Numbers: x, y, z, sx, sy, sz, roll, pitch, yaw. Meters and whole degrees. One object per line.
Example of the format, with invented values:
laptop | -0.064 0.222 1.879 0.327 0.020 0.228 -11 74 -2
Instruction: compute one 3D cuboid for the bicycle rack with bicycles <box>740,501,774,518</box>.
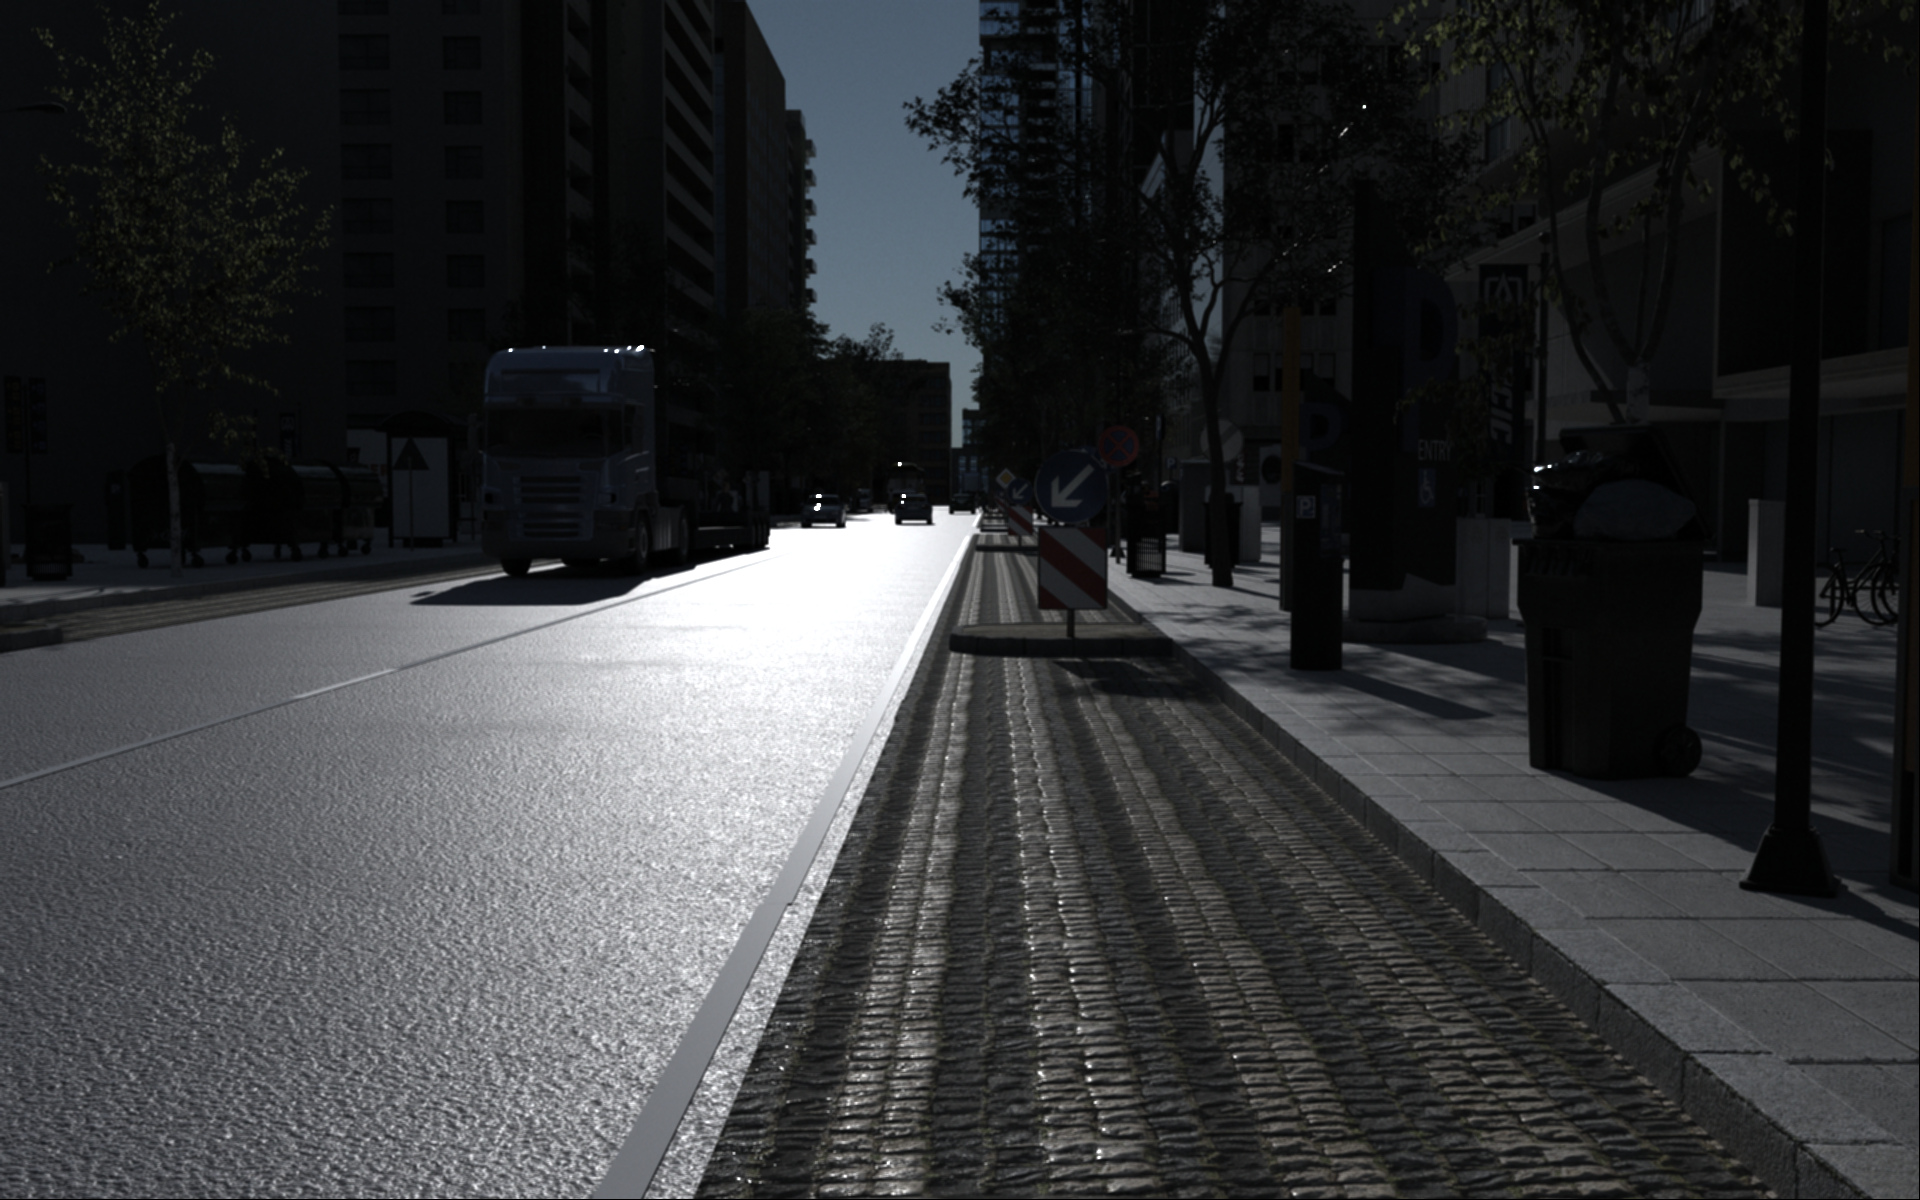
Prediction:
bicycle rack with bicycles | -11.441 -4.959 94.454 2.852 0.926 2.925 -2 4 -34

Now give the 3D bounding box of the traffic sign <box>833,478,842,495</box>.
traffic sign | -9.832 -8.508 139.217 0.768 2.556 0.104 0 4 2

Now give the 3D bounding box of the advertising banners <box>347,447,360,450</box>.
advertising banners | -23.516 -4.204 64.919 2.074 3.025 0.090 0 4 -7

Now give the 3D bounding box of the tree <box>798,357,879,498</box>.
tree | -10.575 -13.816 144.016 7.486 12.596 7.792 0 3 0

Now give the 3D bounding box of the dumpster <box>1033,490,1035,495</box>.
dumpster | 6.086 -8.565 145.798 1.264 1.857 1.865 0 4 1

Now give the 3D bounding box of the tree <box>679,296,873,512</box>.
tree | -10.813 -10.107 91.005 9.928 11.665 9.643 0 3 0

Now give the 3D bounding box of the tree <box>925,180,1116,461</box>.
tree | 4.515 -15.347 106.813 12.611 20.169 13.585 0 3 0

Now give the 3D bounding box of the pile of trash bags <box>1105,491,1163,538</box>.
pile of trash bags | 5.127 -2.505 50.702 1.912 1.369 3.447 -1 4 -16

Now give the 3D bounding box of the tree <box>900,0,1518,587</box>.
tree | 3.610 -5.488 24.135 8.767 10.594 7.601 -1 4 -11

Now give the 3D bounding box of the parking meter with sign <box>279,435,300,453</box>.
parking meter with sign | -19.520 -3.283 49.933 0.543 3.016 1.738 0 4 -7

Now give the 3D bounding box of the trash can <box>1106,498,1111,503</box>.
trash can | 4.808 -2.930 59.567 0.748 1.137 0.748 0 3 0

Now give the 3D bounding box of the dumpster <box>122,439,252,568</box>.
dumpster | -13.676 -1.724 30.679 1.502 2.255 1.985 0 4 1

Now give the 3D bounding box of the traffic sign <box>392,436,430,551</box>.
traffic sign | -12.256 -2.364 38.663 0.884 2.594 0.081 1 4 8

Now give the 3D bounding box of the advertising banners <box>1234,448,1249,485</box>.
advertising banners | 9.927 -4.266 65.944 2.074 3.025 0.090 0 4 4

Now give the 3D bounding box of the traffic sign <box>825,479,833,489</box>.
traffic sign | -11.308 -9.120 149.225 0.768 2.556 0.104 1 4 9

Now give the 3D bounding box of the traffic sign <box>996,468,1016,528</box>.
traffic sign | 1.751 -3.798 65.740 0.795 2.450 0.064 0 4 1

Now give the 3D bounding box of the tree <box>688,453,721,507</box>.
tree | -11.776 -5.320 81.578 1.663 3.219 1.824 0 3 0

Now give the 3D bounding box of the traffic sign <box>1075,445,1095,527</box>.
traffic sign | 3.273 -2.751 45.092 0.768 2.556 0.104 0 4 6

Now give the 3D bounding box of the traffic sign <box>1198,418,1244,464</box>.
traffic sign | 4.390 -1.780 29.213 0.768 2.556 0.104 0 4 3

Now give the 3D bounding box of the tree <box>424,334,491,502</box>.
tree | -22.115 -7.848 78.684 4.737 8.622 4.395 0 3 0

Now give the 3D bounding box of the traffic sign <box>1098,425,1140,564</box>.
traffic sign | 2.922 -1.946 31.928 0.768 2.556 0.104 0 4 5

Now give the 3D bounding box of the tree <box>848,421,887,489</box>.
tree | -9.220 -13.280 167.486 4.360 8.622 3.978 0 3 0

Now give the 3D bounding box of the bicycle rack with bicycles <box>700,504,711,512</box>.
bicycle rack with bicycles | -16.077 -6.461 119.024 2.925 0.926 2.852 2 4 26

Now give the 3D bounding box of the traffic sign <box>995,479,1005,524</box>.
traffic sign | 1.892 -4.286 73.724 0.795 2.450 0.064 0 4 1

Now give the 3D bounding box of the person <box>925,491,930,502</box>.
person | -3.379 -10.553 181.496 0.683 1.767 0.568 0 4 -3

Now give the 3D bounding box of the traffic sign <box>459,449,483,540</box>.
traffic sign | -13.519 -2.929 47.995 0.768 2.556 0.104 1 4 10

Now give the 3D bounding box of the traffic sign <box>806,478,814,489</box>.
traffic sign | -11.820 -8.312 136.006 0.768 2.556 0.104 0 4 1

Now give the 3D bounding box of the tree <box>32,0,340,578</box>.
tree | -11.861 -4.637 26.183 4.360 8.622 3.978 0 3 0

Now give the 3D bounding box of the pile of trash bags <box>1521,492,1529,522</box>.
pile of trash bags | 27.566 -4.273 79.614 3.447 1.369 1.912 1 4 10

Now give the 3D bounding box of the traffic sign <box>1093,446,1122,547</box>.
traffic sign | 3.600 -2.555 41.878 0.768 2.556 0.104 1 4 11

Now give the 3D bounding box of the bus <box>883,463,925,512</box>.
bus | -4.363 -9.083 140.057 2.896 3.916 12.252 0 4 2

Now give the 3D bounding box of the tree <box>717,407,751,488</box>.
tree | -18.660 -11.670 141.173 4.737 8.622 4.395 0 3 0

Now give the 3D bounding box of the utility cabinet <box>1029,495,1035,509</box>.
utility cabinet | 5.851 -8.142 144.287 1.020 1.237 0.306 1 4 9

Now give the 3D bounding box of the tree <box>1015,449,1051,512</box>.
tree | 5.623 -8.662 125.342 4.285 4.588 4.351 0 3 0

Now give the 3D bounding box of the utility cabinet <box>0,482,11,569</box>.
utility cabinet | -16.632 -1.258 29.249 1.173 1.500 0.318 1 4 15

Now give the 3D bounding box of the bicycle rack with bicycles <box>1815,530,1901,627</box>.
bicycle rack with bicycles | 9.474 -0.195 16.569 2.925 0.926 2.852 0 4 -3

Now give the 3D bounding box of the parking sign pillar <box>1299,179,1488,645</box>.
parking sign pillar | 3.957 -1.644 15.353 1.447 3.967 1.447 3 5 40

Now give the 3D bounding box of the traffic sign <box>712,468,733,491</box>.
traffic sign | -9.041 -3.811 65.949 0.795 2.450 0.064 0 4 1

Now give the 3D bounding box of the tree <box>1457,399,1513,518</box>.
tree | 17.267 -4.630 59.421 4.285 4.588 4.351 0 3 0

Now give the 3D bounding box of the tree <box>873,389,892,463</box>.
tree | -10.060 -14.151 157.128 9.928 11.665 9.643 0 3 0

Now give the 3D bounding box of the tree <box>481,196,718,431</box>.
tree | -11.560 -7.395 55.315 8.767 10.594 7.601 1 4 14

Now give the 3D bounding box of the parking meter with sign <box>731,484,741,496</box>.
parking meter with sign | -16.637 -8.081 128.392 1.738 3.016 0.543 -1 4 -20

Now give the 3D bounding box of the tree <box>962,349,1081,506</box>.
tree | 5.034 -14.122 137.556 9.857 13.997 8.962 0 3 0

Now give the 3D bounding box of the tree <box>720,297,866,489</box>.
tree | -10.994 -12.560 112.007 9.857 13.997 8.962 0 3 0

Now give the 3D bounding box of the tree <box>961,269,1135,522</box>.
tree | 4.214 -9.440 80.104 9.928 11.665 9.643 0 3 0

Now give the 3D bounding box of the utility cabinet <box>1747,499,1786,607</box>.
utility cabinet | 9.419 -0.555 20.231 0.306 1.237 1.020 1 4 19

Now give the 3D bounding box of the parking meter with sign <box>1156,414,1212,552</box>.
parking meter with sign | 5.229 -2.568 38.243 1.738 3.016 0.543 0 4 -6

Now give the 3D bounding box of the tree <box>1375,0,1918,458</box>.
tree | 3.990 -3.647 9.986 4.360 8.622 3.978 0 3 0

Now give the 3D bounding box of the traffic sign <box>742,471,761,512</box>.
traffic sign | -8.900 -4.299 73.933 0.795 2.450 0.064 0 4 1

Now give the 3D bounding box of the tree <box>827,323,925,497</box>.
tree | -8.552 -20.374 188.997 12.611 20.169 13.585 0 3 0

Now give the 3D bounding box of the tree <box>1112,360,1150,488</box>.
tree | 9.542 -8.437 88.308 4.360 8.622 3.978 0 3 0

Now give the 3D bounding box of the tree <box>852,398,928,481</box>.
tree | -9.130 -18.896 219.319 12.009 13.543 11.850 0 3 0

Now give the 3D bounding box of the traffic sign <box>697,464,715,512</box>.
traffic sign | -10.745 -4.477 73.309 0.768 2.556 0.104 0 4 6
